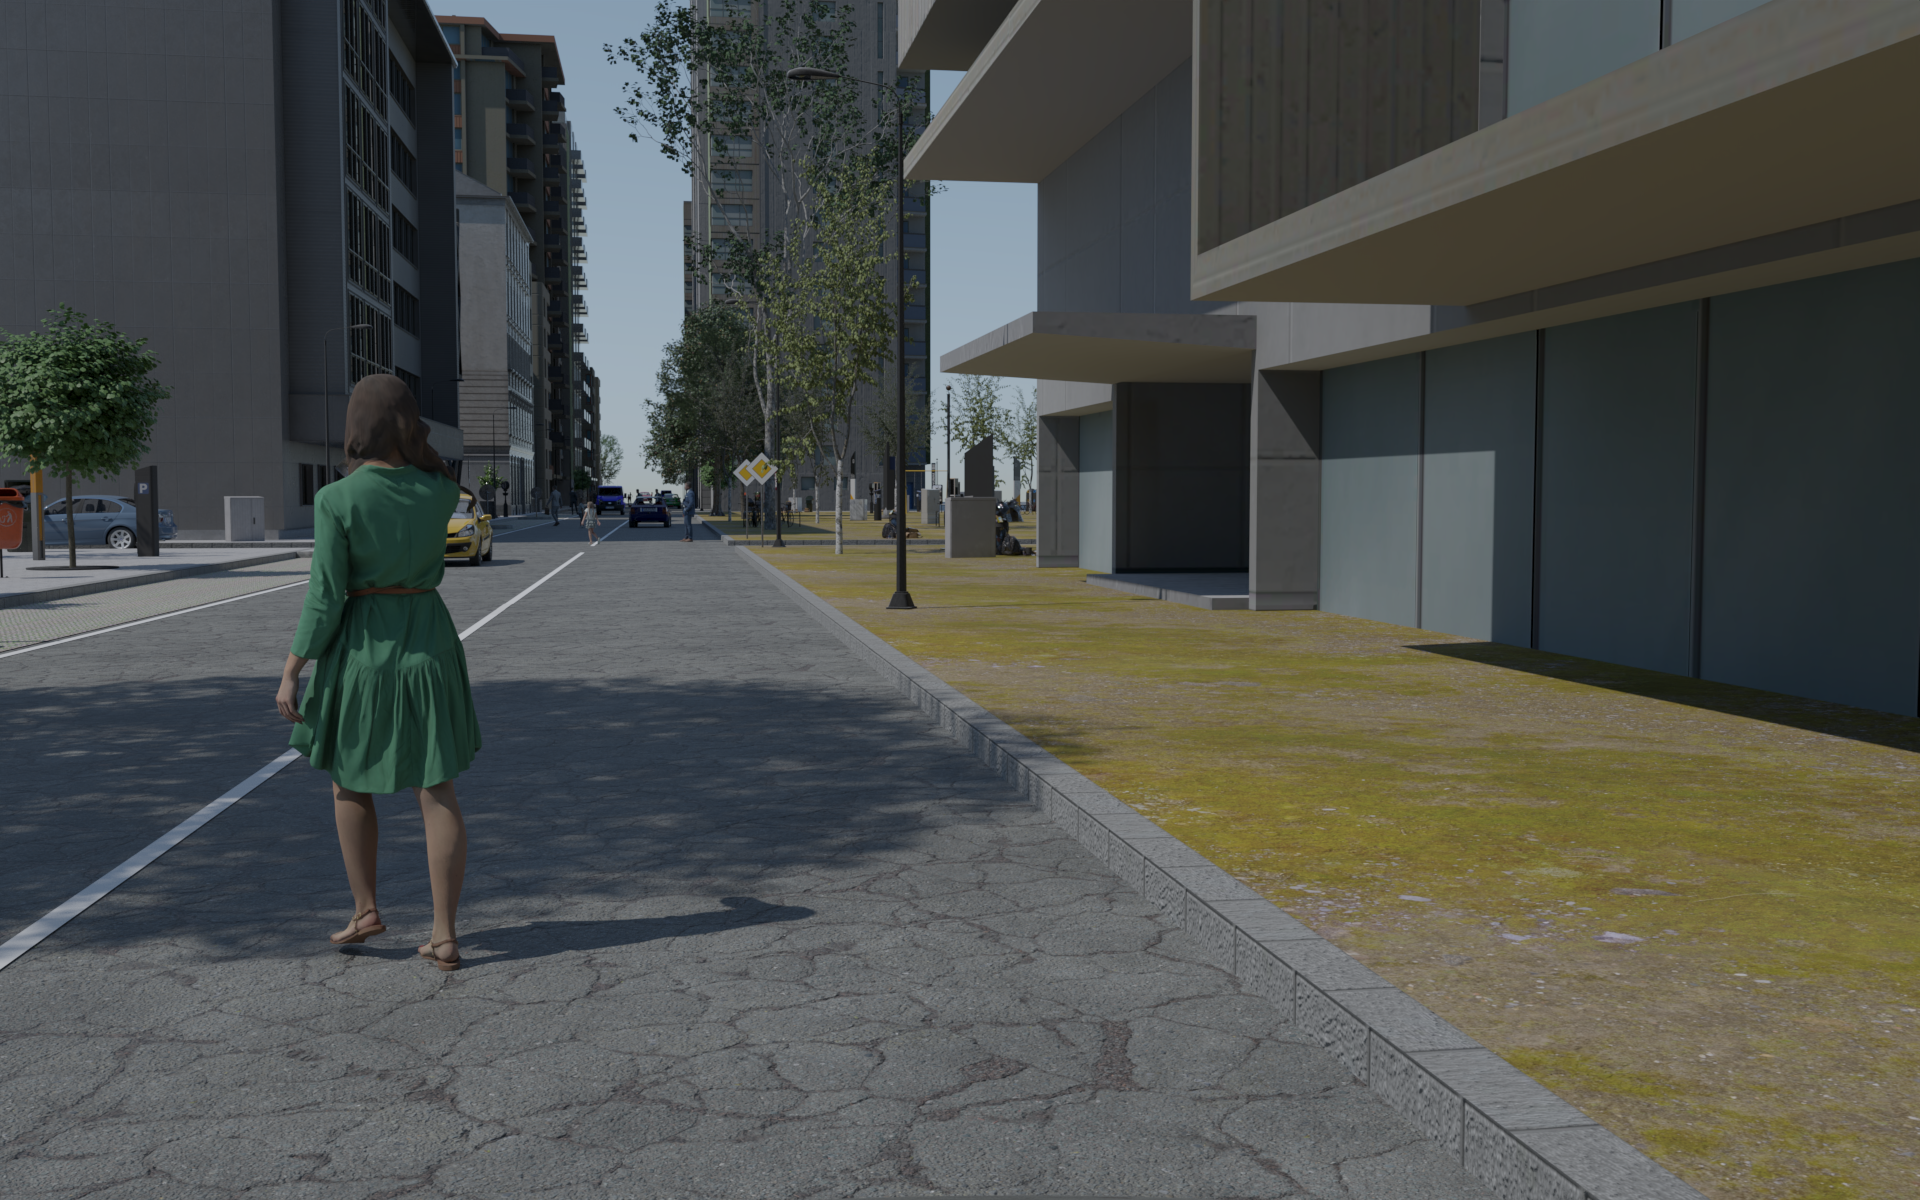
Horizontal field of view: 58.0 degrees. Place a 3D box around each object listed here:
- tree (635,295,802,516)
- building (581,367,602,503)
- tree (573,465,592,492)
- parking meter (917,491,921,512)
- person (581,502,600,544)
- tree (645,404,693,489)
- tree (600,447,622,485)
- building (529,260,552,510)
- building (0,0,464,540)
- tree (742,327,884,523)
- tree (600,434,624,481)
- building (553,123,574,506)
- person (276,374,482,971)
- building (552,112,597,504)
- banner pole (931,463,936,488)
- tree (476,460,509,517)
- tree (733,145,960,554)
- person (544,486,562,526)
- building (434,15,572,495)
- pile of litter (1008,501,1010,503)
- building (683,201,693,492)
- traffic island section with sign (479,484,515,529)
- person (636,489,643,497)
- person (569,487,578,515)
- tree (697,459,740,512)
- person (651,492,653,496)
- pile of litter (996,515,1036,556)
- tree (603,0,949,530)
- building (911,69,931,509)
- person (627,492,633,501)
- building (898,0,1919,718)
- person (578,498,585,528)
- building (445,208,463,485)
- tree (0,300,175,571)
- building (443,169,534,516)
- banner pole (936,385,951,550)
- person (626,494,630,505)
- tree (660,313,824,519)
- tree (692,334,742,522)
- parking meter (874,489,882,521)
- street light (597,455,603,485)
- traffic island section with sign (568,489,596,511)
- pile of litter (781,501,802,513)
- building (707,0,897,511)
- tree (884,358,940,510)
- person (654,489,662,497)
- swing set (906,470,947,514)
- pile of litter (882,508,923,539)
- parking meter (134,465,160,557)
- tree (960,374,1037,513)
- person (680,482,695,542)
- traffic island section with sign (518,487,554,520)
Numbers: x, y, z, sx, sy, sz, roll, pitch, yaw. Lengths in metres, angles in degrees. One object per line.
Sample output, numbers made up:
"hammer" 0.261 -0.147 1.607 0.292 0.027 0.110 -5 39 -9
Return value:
"tree" -13.999 -11.205 100.202 9.611 12.733 9.660 0 3 0
"building" -65.885 -24.600 247.242 27.650 21.520 28.899 -1 4 -10
"tree" -43.349 -13.045 196.991 4.285 4.588 4.351 0 3 0
"parking meter" -2.962 -7.184 125.861 0.372 1.533 0.369 0 3 0
"person" -10.512 -2.188 49.293 0.505 1.210 0.382 -3 5 -43
"tree" -32.446 -18.382 207.195 9.857 13.997 8.962 0 3 0
"tree" -54.542 -19.377 267.171 4.737 8.622 4.395 0 3 0
"building" -46.687 -17.649 133.594 27.650 21.520 28.899 -1 4 -10
"building" -26.749 -14.819 61.363 14.314 24.678 30.058 -1 4 -10
"tree" -6.397 -7.644 75.348 4.360 8.622 3.978 0 3 0
"tree" -57.687 -21.573 278.467 9.928 11.665 9.643 0 3 0
"building" -48.929 -30.634 184.464 14.154 41.232 14.086 -1 4 -10
"person" -1.742 0.211 5.297 0.529 1.795 0.600 3 5 40
"building" -58.260 -36.553 217.243 23.786 49.044 30.456 -1 4 -10
"banner pole" -1.760 -8.065 121.882 0.401 3.779 0.863 -3 5 -40
"tree" -26.889 -6.377 98.872 1.663 3.219 1.824 0 3 0
"tree" -2.669 -5.301 37.027 4.737 8.622 4.395 0 3 0
"person" -18.251 -4.241 77.955 0.853 1.813 0.709 2 4 32
"building" -48.322 -31.031 161.985 22.147 44.769 28.867 -1 4 -10
"pile of litter" 3.227 -6.462 119.623 1.176 0.858 1.719 1 4 16
"building" -31.788 -34.298 244.359 14.154 41.232 14.086 -1 4 -10
"traffic island section with sign" -19.222 -3.788 70.561 1.989 1.847 2.006 -1 4 -10
"person" -21.831 -6.661 117.762 0.721 1.781 0.623 -2 4 -32
"person" -26.838 -6.878 120.312 0.648 1.900 0.474 0 4 1
"tree" -17.436 -8.699 125.934 4.285 4.588 4.351 0 3 0
"person" -45.797 -15.150 256.925 0.721 1.743 1.217 0 4 -1
"pile of litter" 0.933 -1.376 36.462 1.176 0.858 1.719 -3 4 -37
"tree" -5.560 -12.644 62.624 12.611 20.169 13.585 0 3 0
"building" -13.366 -37.613 156.966 21.231 58.520 28.212 -1 4 -10
"person" -50.290 -15.577 263.898 0.721 1.735 1.217 2 4 32
"building" 14.293 -26.250 18.431 28.713 52.752 27.495 -1 4 -10
"person" -16.007 -3.679 73.342 0.352 1.250 0.332 0 4 8
"building" -33.355 -13.300 84.902 16.820 18.784 16.811 -1 4 -10
"tree" -15.175 -2.809 29.642 4.285 4.588 4.351 0 3 0
"building" -32.407 -15.887 108.902 9.793 20.994 18.267 -1 4 -10
"banner pole" -0.272 -3.065 40.135 0.401 3.779 0.863 0 4 -3
"person" -44.376 -13.448 231.636 0.557 1.426 1.065 1 4 14
"tree" -11.116 -9.444 88.818 8.767 10.594 7.601 -1 4 -9
"tree" -10.614 -7.964 80.578 4.360 8.622 3.978 0 3 0
"parking meter" -3.952 -4.578 83.261 0.372 1.533 0.369 0 3 0
"street light" -43.377 -14.216 204.977 1.470 5.913 1.316 -1 4 -10
"traffic island section with sign" -32.054 -8.422 146.331 1.989 1.847 2.006 -1 4 -10
"pile of litter" -11.456 -6.314 117.195 1.719 0.858 1.176 -1 4 -14
"building" -12.615 -27.647 135.623 14.154 41.232 14.086 -1 4 -10
"tree" -3.250 -8.823 94.618 4.360 8.622 3.978 0 3 0
"person" -20.015 -6.481 114.816 0.623 1.781 0.721 0 4 5
"swing set" -2.344 -7.162 114.714 3.119 2.851 2.862 0 4 -5
"pile of litter" -1.625 -2.234 50.497 1.176 0.858 1.719 3 4 38
"parking meter" -16.655 -1.820 35.461 0.399 1.863 0.255 0 4 4
"tree" 0.971 -8.441 88.374 4.737 8.622 4.395 0 3 0
"person" -8.126 -2.639 51.833 0.419 1.800 0.721 -1 4 -21
"traffic island section with sign" -23.708 -5.414 97.141 1.989 1.847 2.006 -1 4 -10
